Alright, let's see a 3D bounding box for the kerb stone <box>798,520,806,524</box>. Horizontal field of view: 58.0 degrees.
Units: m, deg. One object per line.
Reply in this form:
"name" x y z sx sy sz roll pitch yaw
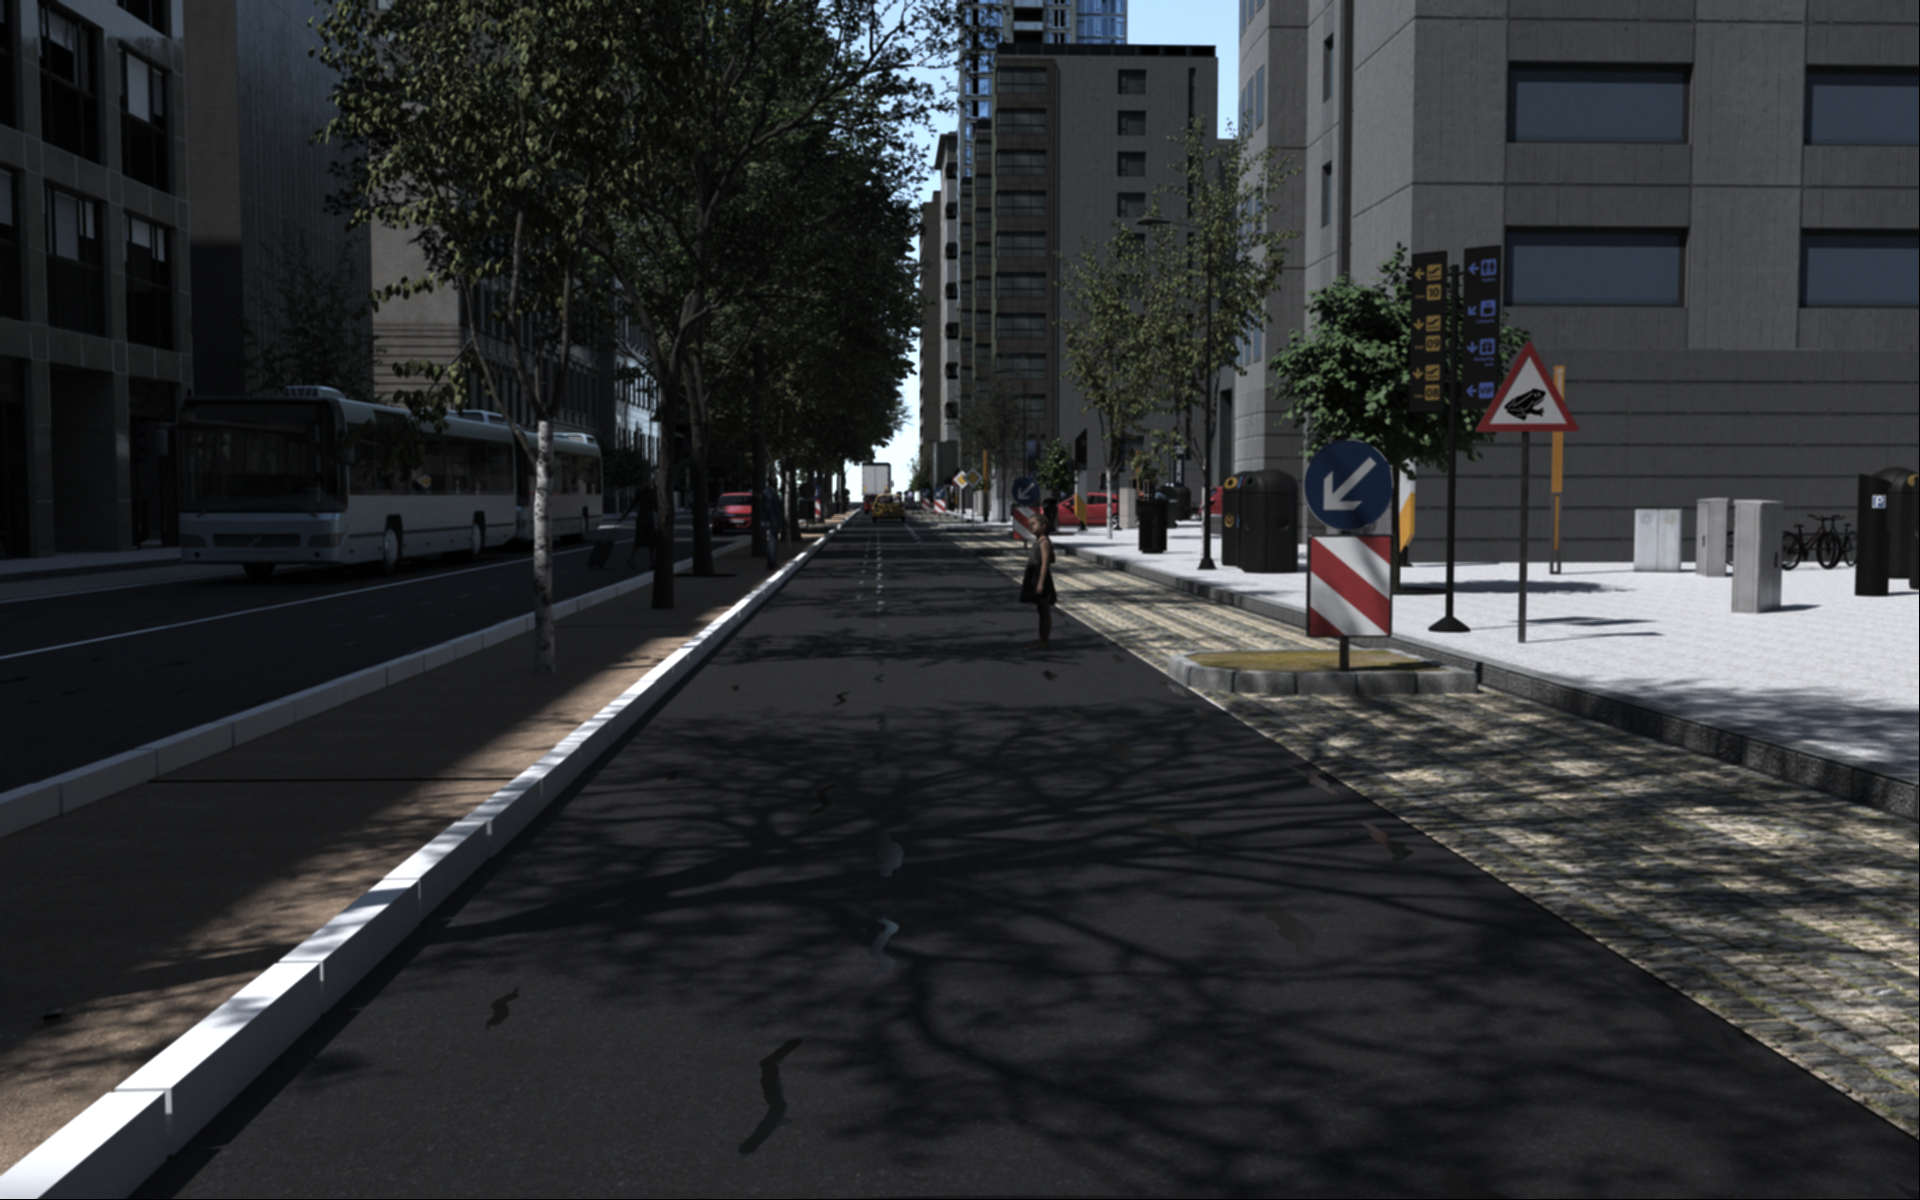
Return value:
"kerb stone" -7.783 -3.878 85.604 0.120 0.150 1.000 0 4 -3

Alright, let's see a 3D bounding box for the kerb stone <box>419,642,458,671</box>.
"kerb stone" -4.370 0.483 14.361 0.120 0.150 1.000 0 4 -3

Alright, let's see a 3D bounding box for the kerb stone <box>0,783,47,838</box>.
"kerb stone" -4.035 0.918 7.187 0.120 0.150 1.000 0 4 -3

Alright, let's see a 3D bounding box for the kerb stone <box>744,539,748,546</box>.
"kerb stone" -5.943 -1.527 47.162 0.120 0.150 1.000 0 4 -3

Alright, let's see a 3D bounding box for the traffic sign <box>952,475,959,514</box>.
"traffic sign" -0.143 -6.982 114.260 0.768 2.556 0.104 0 4 1

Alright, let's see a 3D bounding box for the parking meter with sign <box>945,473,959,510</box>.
"parking meter with sign" -0.925 -8.915 142.017 1.738 3.016 0.543 0 4 -3

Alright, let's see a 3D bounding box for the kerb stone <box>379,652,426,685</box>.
"kerb stone" -4.325 0.542 13.336 0.120 0.150 1.000 0 4 -3

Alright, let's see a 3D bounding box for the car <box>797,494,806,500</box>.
"car" -18.998 -11.748 203.882 2.131 1.459 4.920 0 4 -3

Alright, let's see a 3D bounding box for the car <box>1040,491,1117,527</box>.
"car" 4.731 -3.642 68.579 4.494 1.783 2.155 0 4 -2

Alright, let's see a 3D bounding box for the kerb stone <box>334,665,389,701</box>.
"kerb stone" -4.282 0.604 12.314 0.120 0.150 1.000 0 4 -3

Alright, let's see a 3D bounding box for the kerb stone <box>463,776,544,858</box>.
"kerb stone" -1.926 0.910 7.311 0.120 0.150 1.000 0 4 -3

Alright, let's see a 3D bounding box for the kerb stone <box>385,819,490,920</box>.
"kerb stone" -1.890 0.973 6.289 0.120 0.150 1.000 0 4 -3

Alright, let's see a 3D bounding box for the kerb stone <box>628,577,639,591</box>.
"kerb stone" -4.916 -0.205 25.628 0.120 0.150 1.000 0 4 -3

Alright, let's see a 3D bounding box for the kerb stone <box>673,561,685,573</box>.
"kerb stone" -5.216 -0.585 31.781 0.120 0.150 1.000 0 4 -3

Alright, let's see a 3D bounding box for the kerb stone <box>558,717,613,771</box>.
"kerb stone" -2.031 0.786 9.367 0.120 0.150 1.000 0 4 -3

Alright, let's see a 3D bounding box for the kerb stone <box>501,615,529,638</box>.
"kerb stone" -4.525 0.291 17.437 0.120 0.150 1.000 0 4 -3

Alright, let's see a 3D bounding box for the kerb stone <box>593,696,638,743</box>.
"kerb stone" -2.077 0.725 10.388 0.120 0.150 1.000 0 4 -3

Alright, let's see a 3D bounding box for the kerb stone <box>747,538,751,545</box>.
"kerb stone" -5.989 -1.585 48.184 0.120 0.150 1.000 0 4 -3

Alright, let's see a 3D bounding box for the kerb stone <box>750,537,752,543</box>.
"kerb stone" -6.044 -1.652 49.204 0.120 0.150 1.000 0 4 -3

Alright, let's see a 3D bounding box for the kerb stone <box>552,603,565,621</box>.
"kerb stone" -4.622 0.166 19.487 0.120 0.150 1.000 0 4 -3

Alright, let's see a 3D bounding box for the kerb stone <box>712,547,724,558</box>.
"kerb stone" -5.601 -1.084 39.980 0.120 0.150 1.000 0 4 -3

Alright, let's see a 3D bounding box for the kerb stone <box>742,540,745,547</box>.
"kerb stone" -5.896 -1.465 46.141 0.120 0.150 1.000 0 4 -3

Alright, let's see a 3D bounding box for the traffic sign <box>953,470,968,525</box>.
"traffic sign" 0.101 -4.231 72.826 0.795 2.450 0.064 0 4 -3

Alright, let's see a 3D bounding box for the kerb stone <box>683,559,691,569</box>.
"kerb stone" -5.258 -0.649 32.802 0.120 0.150 1.000 0 4 -3

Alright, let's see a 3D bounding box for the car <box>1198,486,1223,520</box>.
"car" 12.091 -3.663 68.570 5.304 1.827 2.281 0 4 -3

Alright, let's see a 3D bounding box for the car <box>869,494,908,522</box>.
"car" -3.708 -4.876 89.942 2.015 1.641 3.980 0 4 -3

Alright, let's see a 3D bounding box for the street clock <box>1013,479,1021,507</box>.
"street clock" 2.761 -4.734 81.976 0.358 2.002 0.471 -3 5 -41

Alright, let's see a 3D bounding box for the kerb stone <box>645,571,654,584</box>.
"kerb stone" -5.017 -0.336 27.685 0.120 0.150 1.000 0 4 -3

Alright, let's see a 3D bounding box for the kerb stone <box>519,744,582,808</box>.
"kerb stone" -1.978 0.853 8.343 0.120 0.150 1.000 0 4 -3

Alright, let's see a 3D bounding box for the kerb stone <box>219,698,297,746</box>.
"kerb stone" -4.172 0.730 10.259 0.120 0.150 1.000 0 4 -3

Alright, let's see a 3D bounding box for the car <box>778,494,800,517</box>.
"car" -10.990 -6.148 109.322 1.959 1.807 4.718 0 4 -4

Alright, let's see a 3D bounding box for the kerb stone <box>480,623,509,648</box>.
"kerb stone" -4.466 0.356 16.413 0.120 0.150 1.000 0 4 -3

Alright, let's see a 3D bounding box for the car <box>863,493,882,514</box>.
"car" -5.980 -7.101 125.142 2.155 1.783 4.494 0 4 -1

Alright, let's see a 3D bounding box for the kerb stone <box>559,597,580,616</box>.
"kerb stone" -4.680 0.103 20.515 0.120 0.150 1.000 0 4 -3

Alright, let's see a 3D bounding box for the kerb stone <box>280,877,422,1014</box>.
"kerb stone" -1.836 1.036 5.263 0.120 0.150 1.000 0 4 -3

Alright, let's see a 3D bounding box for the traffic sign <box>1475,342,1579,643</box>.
"traffic sign" 4.847 -0.909 14.870 0.884 2.594 0.081 0 4 -1

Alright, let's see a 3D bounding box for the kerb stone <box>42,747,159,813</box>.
"kerb stone" -4.078 0.859 8.208 0.120 0.150 1.000 0 4 -3

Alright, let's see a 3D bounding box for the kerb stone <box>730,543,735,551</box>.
"kerb stone" -5.750 -1.276 43.065 0.120 0.150 1.000 0 4 -3

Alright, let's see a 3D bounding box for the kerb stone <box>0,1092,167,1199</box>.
"kerb stone" -1.742 1.161 3.220 0.120 0.150 1.000 0 4 -3

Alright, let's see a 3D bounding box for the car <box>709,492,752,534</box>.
"car" -8.025 -3.292 62.870 2.155 1.783 4.494 0 4 -5

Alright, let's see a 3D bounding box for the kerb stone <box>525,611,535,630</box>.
"kerb stone" -4.570 0.228 18.466 0.120 0.150 1.000 0 4 -3

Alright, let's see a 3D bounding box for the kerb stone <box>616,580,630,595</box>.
"kerb stone" -4.855 -0.148 24.607 0.120 0.150 1.000 0 4 -3

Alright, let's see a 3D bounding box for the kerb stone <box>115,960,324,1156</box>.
"kerb stone" -1.788 1.098 4.242 0.120 0.150 1.000 0 4 -3

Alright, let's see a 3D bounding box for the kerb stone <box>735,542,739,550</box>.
"kerb stone" -5.800 -1.336 44.086 0.120 0.150 1.000 0 4 -3

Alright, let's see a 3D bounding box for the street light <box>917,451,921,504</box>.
"street light" -3.972 -13.181 188.044 1.470 5.913 1.316 0 4 -3

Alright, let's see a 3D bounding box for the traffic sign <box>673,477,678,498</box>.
"traffic sign" -21.007 -7.749 126.804 0.768 2.556 0.104 0 4 3

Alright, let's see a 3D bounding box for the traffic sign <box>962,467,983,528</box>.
"traffic sign" 0.483 -3.744 64.851 0.795 2.450 0.064 0 4 -3

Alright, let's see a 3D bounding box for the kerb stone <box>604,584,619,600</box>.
"kerb stone" -4.815 -0.085 23.586 0.120 0.150 1.000 0 4 -3

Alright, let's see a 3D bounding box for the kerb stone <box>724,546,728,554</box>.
"kerb stone" -5.654 -1.150 41.006 0.120 0.150 1.000 0 4 -3

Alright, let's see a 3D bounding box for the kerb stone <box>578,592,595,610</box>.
"kerb stone" -4.716 0.040 21.537 0.120 0.150 1.000 0 4 -3

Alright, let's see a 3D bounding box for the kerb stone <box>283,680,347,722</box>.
"kerb stone" -4.225 0.667 11.285 0.120 0.150 1.000 0 4 -3

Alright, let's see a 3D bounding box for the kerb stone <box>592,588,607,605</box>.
"kerb stone" -4.766 -0.022 22.558 0.120 0.150 1.000 0 4 -3

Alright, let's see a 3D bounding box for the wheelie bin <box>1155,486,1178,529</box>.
"wheelie bin" 7.666 -3.466 64.585 0.693 1.594 0.980 3 5 44

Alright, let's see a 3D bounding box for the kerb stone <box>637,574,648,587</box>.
"kerb stone" -4.963 -0.270 26.657 0.120 0.150 1.000 0 4 -3

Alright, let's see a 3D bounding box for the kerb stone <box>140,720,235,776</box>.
"kerb stone" -4.128 0.793 9.229 0.120 0.150 1.000 0 4 -3

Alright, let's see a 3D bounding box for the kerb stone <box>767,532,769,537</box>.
"kerb stone" -6.578 -2.341 60.478 0.120 0.150 1.000 0 4 -3

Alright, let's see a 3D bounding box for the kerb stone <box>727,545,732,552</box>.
"kerb stone" -5.701 -1.202 42.037 0.120 0.150 1.000 0 4 -3

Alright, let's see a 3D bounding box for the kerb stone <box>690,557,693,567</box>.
"kerb stone" -5.306 -0.711 33.823 0.120 0.150 1.000 0 4 -3

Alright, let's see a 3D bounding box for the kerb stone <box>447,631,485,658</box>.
"kerb stone" -4.421 0.416 15.392 0.120 0.150 1.000 0 4 -3

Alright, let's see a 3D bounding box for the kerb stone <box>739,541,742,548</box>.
"kerb stone" -5.847 -1.399 45.120 0.120 0.150 1.000 0 4 -3
